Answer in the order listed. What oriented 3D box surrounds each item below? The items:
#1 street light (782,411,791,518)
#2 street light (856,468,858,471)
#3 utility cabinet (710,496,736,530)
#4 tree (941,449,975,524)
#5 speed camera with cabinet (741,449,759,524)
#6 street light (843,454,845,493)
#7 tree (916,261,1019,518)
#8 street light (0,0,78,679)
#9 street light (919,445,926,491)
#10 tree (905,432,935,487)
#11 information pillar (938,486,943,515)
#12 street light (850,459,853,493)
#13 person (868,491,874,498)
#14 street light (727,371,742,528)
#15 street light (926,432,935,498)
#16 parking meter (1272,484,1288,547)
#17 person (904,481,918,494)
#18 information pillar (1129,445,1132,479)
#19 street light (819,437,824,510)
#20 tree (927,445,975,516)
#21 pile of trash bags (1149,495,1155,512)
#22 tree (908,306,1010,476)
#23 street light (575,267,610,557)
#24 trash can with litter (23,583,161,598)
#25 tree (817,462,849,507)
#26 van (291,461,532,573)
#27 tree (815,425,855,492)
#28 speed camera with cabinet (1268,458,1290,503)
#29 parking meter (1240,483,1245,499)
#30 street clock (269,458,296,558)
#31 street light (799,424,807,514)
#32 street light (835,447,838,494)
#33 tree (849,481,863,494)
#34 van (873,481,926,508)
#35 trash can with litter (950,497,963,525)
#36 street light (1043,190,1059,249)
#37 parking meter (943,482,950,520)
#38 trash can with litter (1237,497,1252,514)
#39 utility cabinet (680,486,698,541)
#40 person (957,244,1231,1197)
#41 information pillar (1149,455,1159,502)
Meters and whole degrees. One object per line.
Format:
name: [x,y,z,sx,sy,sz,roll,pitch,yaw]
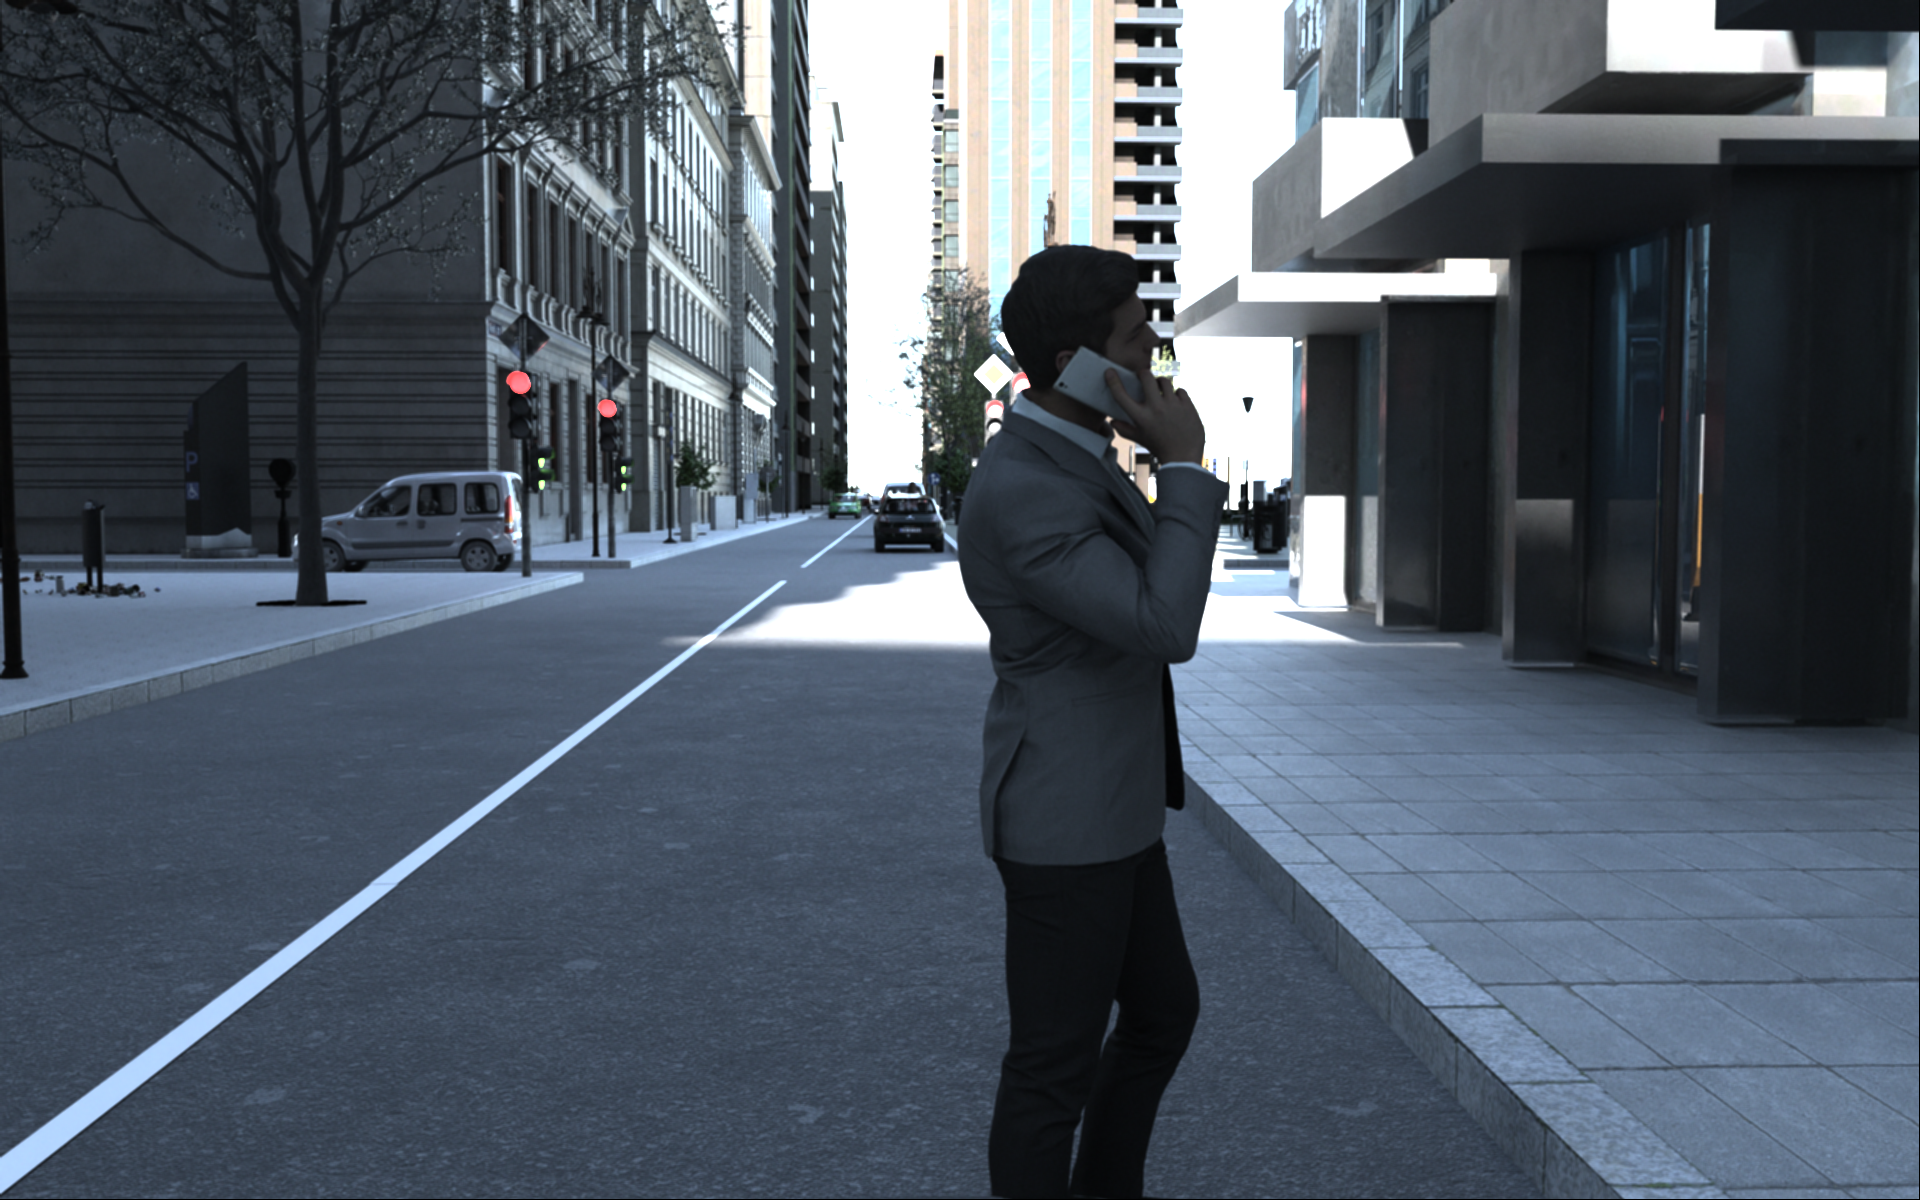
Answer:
street light: [-9.481,-7.454,94.667,0.468,5.910,1.993,0,4,-2]
street light: [-15.098,-17.175,253.603,0.468,5.910,1.993,0,4,-2]
utility cabinet: [-8.465,-3.100,61.850,0.306,1.237,1.020,3,5,40]
tree: [-0.153,-4.847,73.852,1.663,3.219,1.824,0,3,0]
speed camera with cabinet: [-9.225,-4.987,75.873,0.660,3.252,2.038,-1,4,-12]
street light: [-13.072,-13.578,194.788,0.468,5.910,1.993,0,4,-2]
tree: [-0.515,-11.107,91.966,12.009,13.543,11.850,0,3,0]
street light: [-6.610,-2.394,11.923,0.468,5.910,1.993,0,4,-2]
street light: [-3.201,-11.236,156.499,0.468,5.910,1.993,0,4,-2]
tree: [-4.188,-15.170,198.387,4.360,8.622,3.978,0,3,0]
information pillar: [-1.182,-6.375,108.722,0.304,2.012,0.304,-1,4,-12]
street light: [-14.057,-15.377,224.196,0.468,5.910,1.993,0,4,-2]
person: [-12.215,-13.678,232.152,1.348,1.821,0.705,1,4,9]
street light: [-8.464,-5.652,65.200,0.468,5.910,1.993,0,4,-2]
street light: [-2.045,-9.402,126.505,0.468,5.910,1.993,0,4,-2]
parking meter: [7.764,-2.057,42.036,0.372,1.533,0.369,0,3,0]
person: [-1.436,-2.706,52.756,0.555,1.821,0.388,0,4,-5]
information pillar: [8.188,-5.611,83.098,0.183,3.616,0.504,1,4,9]
street light: [-11.247,-10.283,140.906,0.468,5.910,1.993,0,4,-2]
tree: [-0.402,-7.310,103.224,4.285,4.588,4.351,0,3,0]
pile of trash bags: [6.560,-3.283,63.430,1.912,1.369,3.447,1,4,8]
tree: [0.332,-7.126,66.870,4.737,8.622,4.395,0,3,0]
street light: [-7.474,-3.828,35.377,0.468,5.910,1.993,0,4,-2]
trash can with litter: [-11.075,-0.677,22.121,1.678,1.210,2.233,-3,5,-40]
tree: [-13.138,-11.935,178.844,4.285,4.588,4.351,0,3,0]
van: [-9.895,-1.484,31.280,4.112,2.044,2.013,0,4,-2]
tree: [-13.522,-14.297,184.126,4.360,8.622,3.978,0,3,0]
speed camera with cabinet: [17.323,-6.163,95.097,2.038,3.252,0.660,-1,4,-14]
parking meter: [15.178,-5.338,92.995,0.255,1.863,0.399,2,4,25]
street clock: [-13.685,-1.863,35.026,0.471,2.002,0.358,0,4,1]
street light: [-10.083,-8.484,111.504,0.468,5.910,1.993,0,4,-2]
street light: [-12.175,-12.102,170.649,0.468,5.910,1.993,0,4,-2]
tree: [-15.463,-16.161,258.840,1.663,3.219,1.824,0,3,0]
van: [-1.916,-3.142,58.380,2.013,2.044,4.112,0,4,-3]
trash can with litter: [0.153,-3.668,71.351,1.055,1.170,0.624,-3,5,-42]
street light: [1.364,-3.298,26.717,0.468,5.910,1.993,0,4,-2]
parking meter: [-0.670,-4.858,85.137,0.255,1.863,0.399,2,4,27]
trash can with litter: [13.623,-4.464,84.381,1.055,1.170,0.624,-1,4,-21]
utility cabinet: [-7.376,-2.356,47.200,0.318,1.500,1.173,0,4,-1]
person: [0.223,0.360,2.793,0.473,1.802,0.592,1,4,20]
information pillar: [10.259,-6.123,91.473,0.504,3.616,0.183,-1,4,-12]
